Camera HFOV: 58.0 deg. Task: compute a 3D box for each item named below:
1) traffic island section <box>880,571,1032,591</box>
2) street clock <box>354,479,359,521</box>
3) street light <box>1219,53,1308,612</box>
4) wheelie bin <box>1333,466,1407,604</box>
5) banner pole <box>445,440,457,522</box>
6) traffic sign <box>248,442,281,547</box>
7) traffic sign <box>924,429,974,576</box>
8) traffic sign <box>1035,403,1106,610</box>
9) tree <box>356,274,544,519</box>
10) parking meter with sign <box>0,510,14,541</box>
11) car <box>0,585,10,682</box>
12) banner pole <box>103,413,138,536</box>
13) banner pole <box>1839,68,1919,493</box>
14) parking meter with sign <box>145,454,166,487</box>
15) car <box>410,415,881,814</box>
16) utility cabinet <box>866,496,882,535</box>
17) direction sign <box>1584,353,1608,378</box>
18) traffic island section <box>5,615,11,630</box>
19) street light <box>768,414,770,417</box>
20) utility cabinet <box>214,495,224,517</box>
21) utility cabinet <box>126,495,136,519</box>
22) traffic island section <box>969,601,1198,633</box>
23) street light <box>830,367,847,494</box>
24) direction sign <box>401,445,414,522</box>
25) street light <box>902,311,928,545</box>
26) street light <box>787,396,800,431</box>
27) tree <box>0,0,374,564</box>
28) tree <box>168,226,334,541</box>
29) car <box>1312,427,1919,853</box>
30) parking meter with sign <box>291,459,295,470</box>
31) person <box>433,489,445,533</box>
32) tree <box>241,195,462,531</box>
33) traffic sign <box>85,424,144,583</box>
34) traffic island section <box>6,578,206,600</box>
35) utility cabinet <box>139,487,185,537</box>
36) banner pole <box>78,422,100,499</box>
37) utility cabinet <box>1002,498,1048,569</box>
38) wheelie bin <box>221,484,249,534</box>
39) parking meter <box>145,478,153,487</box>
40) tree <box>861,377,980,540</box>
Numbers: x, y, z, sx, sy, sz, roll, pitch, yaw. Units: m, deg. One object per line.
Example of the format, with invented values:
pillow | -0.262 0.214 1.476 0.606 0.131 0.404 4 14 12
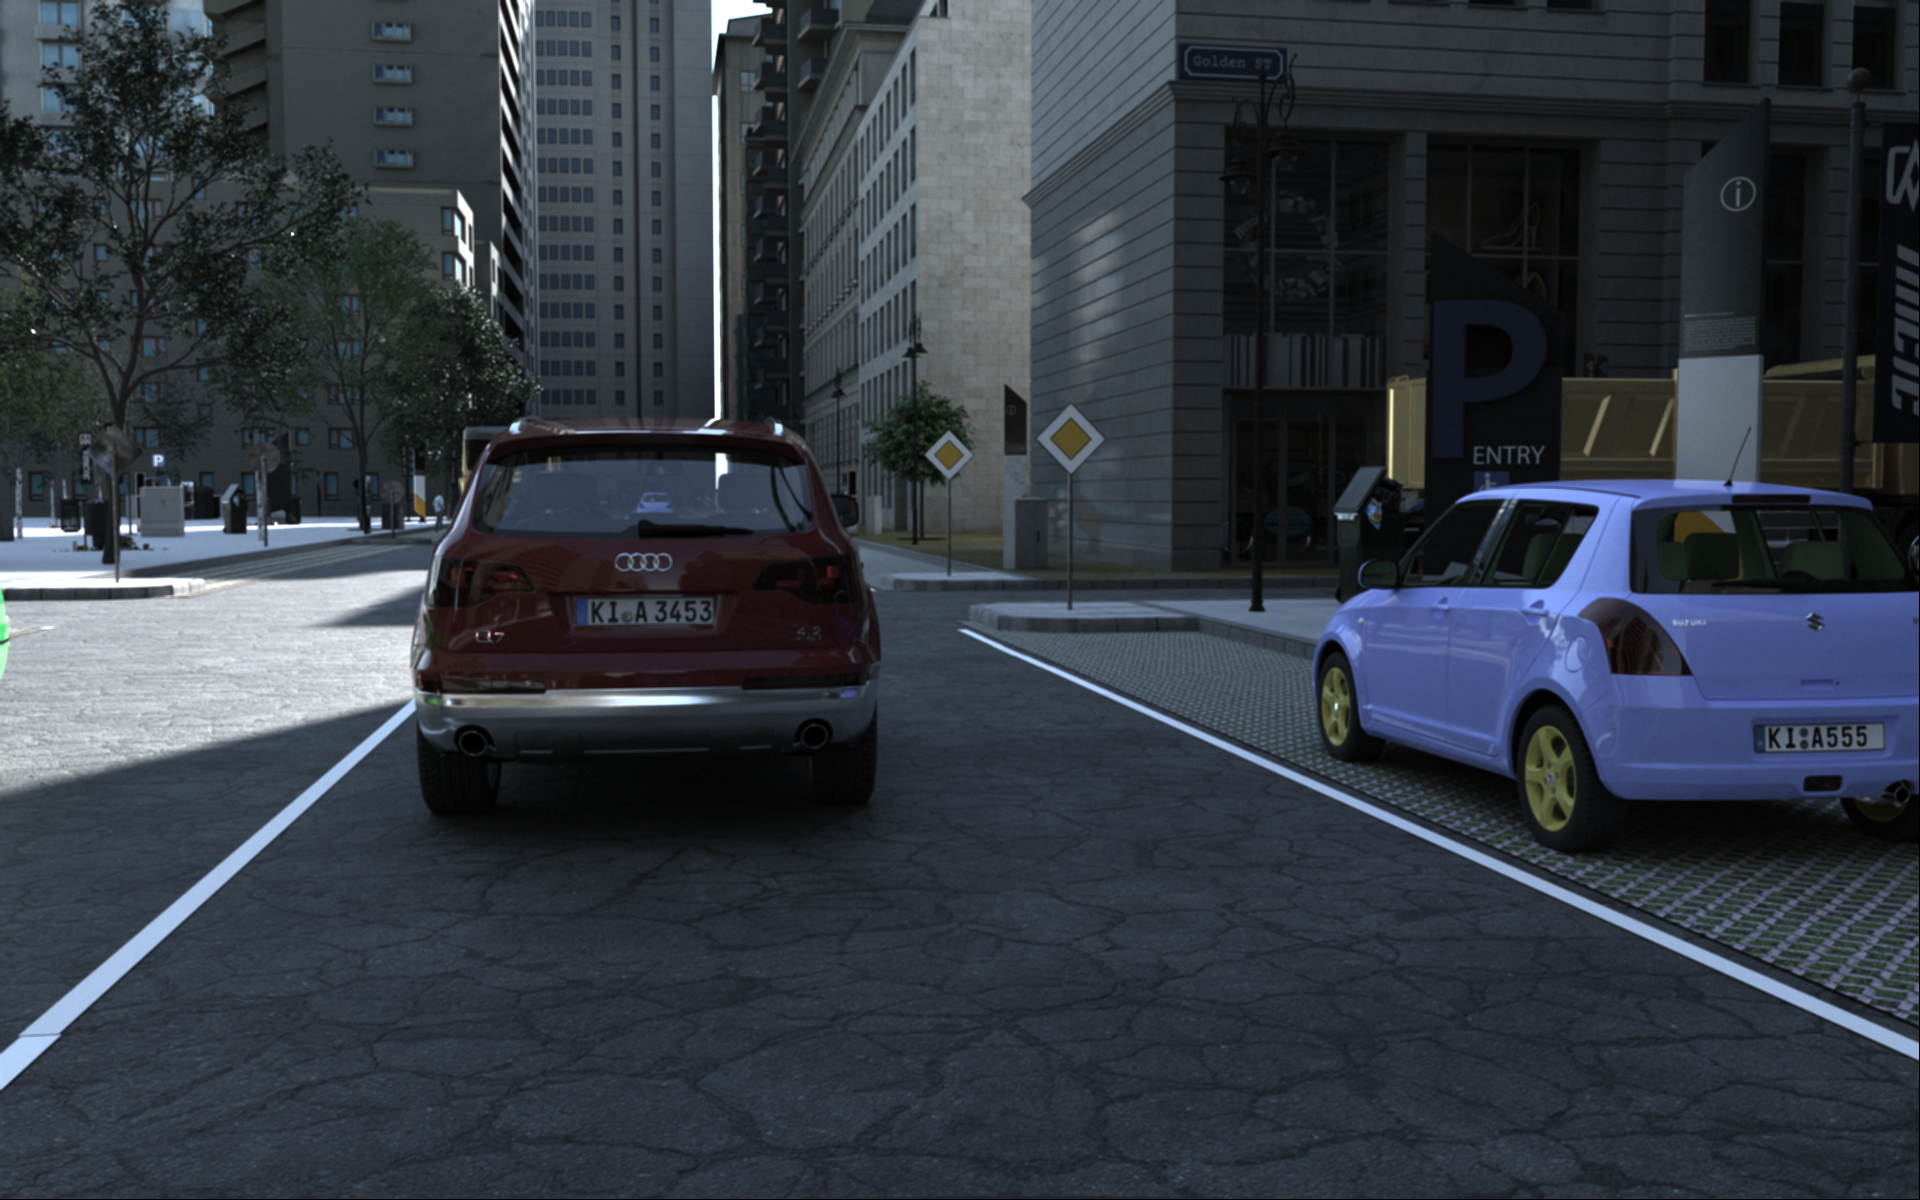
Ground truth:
traffic island section | -0.154 -0.292 27.061 2.009 0.180 2.903 -1 4 -10
street clock | -28.793 -4.800 83.053 0.471 2.002 0.358 1 4 9
street light | 3.252 -2.813 18.786 0.468 5.910 1.993 -1 4 -10
wheelie bin | 4.747 -0.743 20.051 0.693 1.594 0.980 -1 4 -14
banner pole | -23.799 -5.565 81.009 0.401 3.779 0.863 1 4 17
traffic sign | -16.919 -2.571 42.145 0.768 2.556 0.104 0 4 -5
traffic sign | -0.176 -1.427 26.979 0.795 2.450 0.064 -1 4 -10
traffic sign | 1.213 -0.946 19.116 0.795 2.450 0.064 -1 4 -10
tree | -26.670 -10.638 90.938 9.611 12.733 9.660 0 3 0
parking meter with sign | -26.342 -3.066 46.392 0.543 3.016 1.738 2 4 33
car | -6.031 0.051 7.966 1.959 1.807 4.718 -1 4 -9
banner pole | -25.883 -3.876 53.396 0.863 3.779 0.401 -2 4 -28
banner pole | 5.514 -1.243 10.333 0.863 3.779 0.401 -1 4 -9
parking meter with sign | -35.138 -4.838 75.369 0.543 3.016 1.738 0 4 -5
car | -1.628 -0.045 9.406 2.281 1.827 5.304 -1 4 -8
utility cabinet | -2.732 -2.672 54.841 0.306 1.237 1.020 1 4 11
direction sign | 10.324 -2.215 28.219 0.379 3.537 0.876 3 5 42
traffic island section | -10.772 0.318 17.089 2.009 0.180 2.903 -1 4 -10
street light | -11.110 -7.814 100.541 0.468 5.910 1.993 -1 4 -10
utility cabinet | -40.649 -5.155 95.446 0.306 1.237 1.020 2 4 32
utility cabinet | -41.780 -4.697 87.963 1.020 1.237 0.306 -2 4 -29
traffic island section | 1.235 0.189 19.197 2.009 0.180 2.903 -1 4 -10
street light | -4.415 -5.506 62.804 0.468 5.910 1.993 -1 4 -10
direction sign | -25.440 -5.373 79.850 0.876 3.537 0.379 2 4 33
street light | -1.144 -4.351 43.922 0.468 5.910 1.993 -1 4 -10
street light | -7.839 -6.659 81.659 0.468 5.910 1.993 -1 4 -10
tree | -15.307 -5.929 31.356 7.601 10.594 8.767 2 4 25
tree | -19.241 -5.936 47.424 4.360 8.622 3.978 0 3 0
car | 2.984 0.079 8.293 1.945 1.707 3.694 -1 4 -9
parking meter with sign | -33.260 -5.425 84.955 0.543 3.016 1.738 0 4 5
person | -19.250 -3.291 64.115 0.330 1.601 0.589 -3 5 -44
tree | -21.125 -8.261 60.821 9.928 11.665 9.643 0 3 0
traffic sign | -12.139 -1.300 24.895 0.795 2.450 0.064 -1 4 -10
traffic island section | -12.161 -0.163 24.952 2.009 0.180 2.903 -1 4 -10
utility cabinet | -23.741 -2.621 51.527 1.173 1.500 0.318 0 4 -3
banner pole | -30.297 -4.304 60.395 0.401 3.779 0.863 3 4 37
utility cabinet | 1.139 -1.148 29.926 0.306 1.237 1.020 2 4 35
wheelie bin | -23.460 -2.945 56.066 0.980 1.594 0.693 3 5 42
parking meter | -29.415 -3.481 62.625 0.255 1.863 0.399 3 4 39
tree | -0.995 -3.978 48.758 4.285 4.588 4.351 0 3 0
